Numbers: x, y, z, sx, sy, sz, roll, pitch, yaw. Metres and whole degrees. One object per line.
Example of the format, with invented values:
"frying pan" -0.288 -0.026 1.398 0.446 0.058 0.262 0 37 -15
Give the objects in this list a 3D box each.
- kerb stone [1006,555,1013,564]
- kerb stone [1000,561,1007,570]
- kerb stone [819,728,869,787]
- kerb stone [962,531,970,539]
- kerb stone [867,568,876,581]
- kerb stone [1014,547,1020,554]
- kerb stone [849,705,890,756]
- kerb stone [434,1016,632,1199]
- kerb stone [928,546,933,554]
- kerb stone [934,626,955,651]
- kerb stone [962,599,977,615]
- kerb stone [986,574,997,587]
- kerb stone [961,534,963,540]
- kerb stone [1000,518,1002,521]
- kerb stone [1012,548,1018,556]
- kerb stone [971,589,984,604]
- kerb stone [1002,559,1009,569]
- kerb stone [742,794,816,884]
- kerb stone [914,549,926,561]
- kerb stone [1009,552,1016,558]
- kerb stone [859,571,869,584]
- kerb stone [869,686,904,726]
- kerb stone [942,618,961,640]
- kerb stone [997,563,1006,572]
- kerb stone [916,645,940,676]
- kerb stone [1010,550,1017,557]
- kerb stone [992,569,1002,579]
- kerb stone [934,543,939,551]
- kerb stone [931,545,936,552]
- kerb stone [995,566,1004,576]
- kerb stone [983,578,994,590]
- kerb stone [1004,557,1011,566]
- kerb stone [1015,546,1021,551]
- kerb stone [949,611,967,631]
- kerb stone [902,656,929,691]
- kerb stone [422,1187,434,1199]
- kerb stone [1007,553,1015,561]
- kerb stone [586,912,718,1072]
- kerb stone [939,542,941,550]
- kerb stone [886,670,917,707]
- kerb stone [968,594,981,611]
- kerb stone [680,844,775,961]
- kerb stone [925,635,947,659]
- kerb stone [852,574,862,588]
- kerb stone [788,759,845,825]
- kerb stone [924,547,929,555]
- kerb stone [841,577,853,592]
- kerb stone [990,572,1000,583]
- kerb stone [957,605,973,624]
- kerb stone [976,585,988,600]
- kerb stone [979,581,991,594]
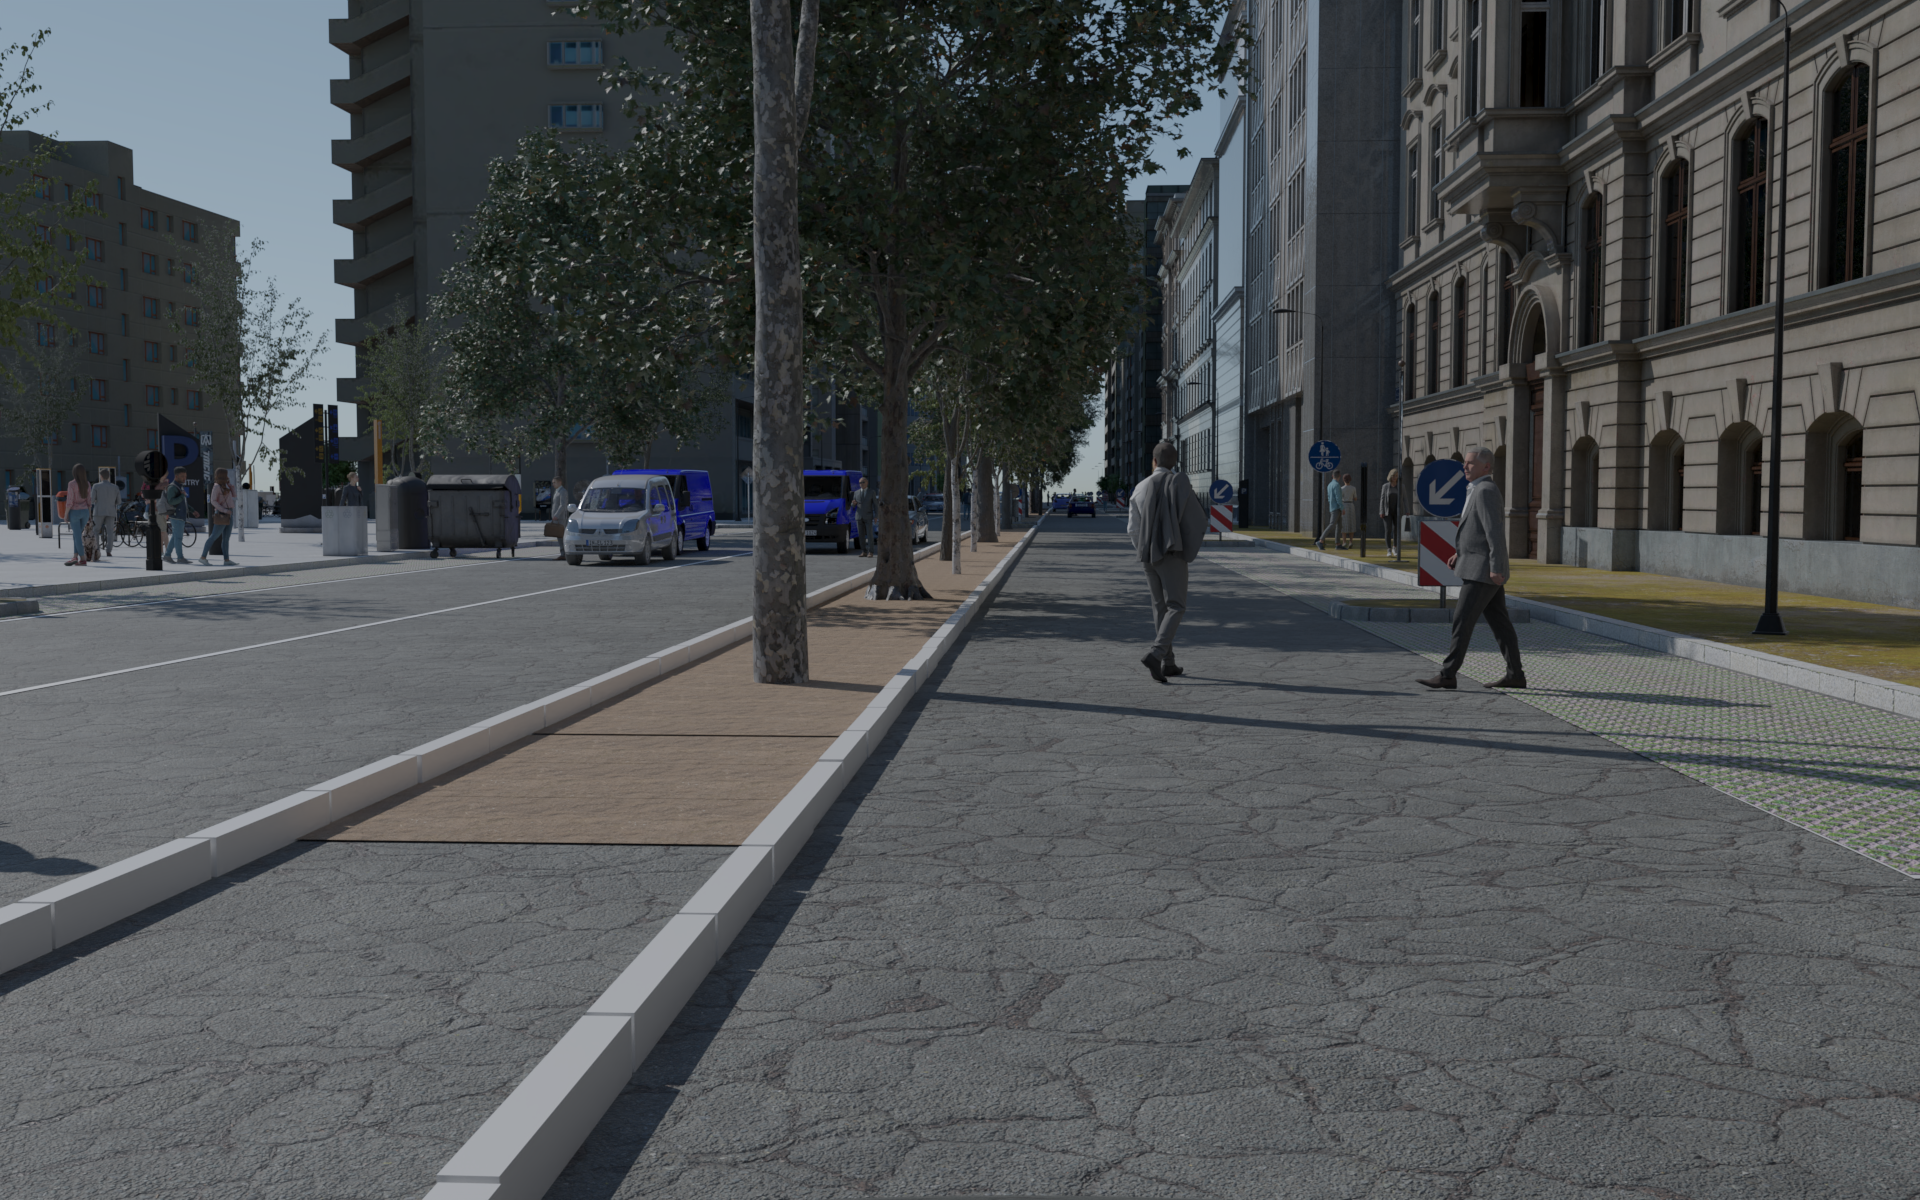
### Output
"kerb stone" 0.929 -0.748 34.506 0.120 0.150 1.000 0 4 3
"kerb stone" 0.739 -0.565 31.431 0.120 0.150 1.000 0 4 3
"kerb stone" -0.595 0.816 8.890 0.120 0.150 1.000 0 4 3
"kerb stone" 0.168 -2.137 57.134 0.120 0.150 1.000 0 4 3
"kerb stone" -1.535 -0.384 28.466 0.120 0.150 1.000 0 4 3
"kerb stone" 1.239 -1.066 39.617 0.120 0.150 1.000 0 4 3
"kerb stone" -0.527 0.751 9.909 0.120 0.150 1.000 0 4 3
"kerb stone" -0.896 1.127 3.761 0.120 0.150 1.000 0 4 3
"kerb stone" -0.798 -1.131 40.731 0.120 0.150 1.000 0 4 3
"kerb stone" -0.162 0.375 16.061 0.120 0.150 1.000 0 4 3
"kerb stone" 0.081 0.125 20.156 0.120 0.150 1.000 0 4 3
"kerb stone" 0.444 -0.250 26.291 0.120 0.150 1.000 0 4 3
"kerb stone" -0.075 -1.886 53.037 0.120 0.150 1.000 0 4 3
"kerb stone" 2.445 -4.479 95.500 0.120 0.150 1.000 0 4 3
"kerb stone" 1.172 -1.003 38.594 0.120 0.150 1.000 0 4 3
"kerb stone" 0.195 0.000 22.202 0.120 0.150 1.000 0 4 3
"kerb stone" 0.804 -0.627 32.451 0.120 0.150 1.000 0 4 3
"kerb stone" -0.710 0.939 6.841 0.120 0.150 1.000 0 4 3
"kerb stone" -0.919 -1.007 38.690 0.120 0.150 1.000 0 4 3
"kerb stone" 1.052 -0.878 36.550 0.120 0.150 1.000 0 4 3
"kerb stone" -1.598 -0.321 27.443 0.120 0.150 1.000 0 4 3
"kerb stone" -0.473 0.689 10.932 0.120 0.150 1.000 0 4 3
"kerb stone" -0.101 0.313 17.083 0.120 0.150 1.000 0 4 3
"kerb stone" 0.690 -0.502 30.398 0.120 0.150 1.000 0 4 3
"kerb stone" -0.278 0.504 14.004 0.120 0.150 1.000 0 4 3
"kerb stone" 1.111 -0.938 37.571 0.120 0.150 1.000 0 4 3
"kerb stone" 0.570 -0.376 28.342 0.120 0.150 1.000 0 4 3
"kerb stone" -0.679 -1.258 42.782 0.120 0.150 1.000 0 4 3
"kerb stone" -0.746 -1.196 41.755 0.120 0.150 1.000 0 4 3
"kerb stone" 0.629 -0.435 29.368 0.120 0.150 1.000 0 4 3
"kerb stone" 0.380 -0.187 25.271 0.120 0.150 1.000 0 4 3
"kerb stone" 0.863 -0.690 33.472 0.120 0.150 1.000 0 4 3
"kerb stone" 1.302 -1.128 40.637 0.120 0.150 1.000 0 4 3
"kerb stone" -0.046 0.253 18.104 0.120 0.150 1.000 0 4 3
"kerb stone" -0.348 0.563 12.983 0.120 0.150 1.000 0 4 3
"kerb stone" -0.946 1.194 2.740 0.120 0.150 1.000 0 4 3
"kerb stone" 0.993 -0.816 35.529 0.120 0.150 1.000 0 4 3
"kerb stone" -0.835 1.065 4.787 0.120 0.150 1.000 0 4 3
"kerb stone" -0.619 -1.322 43.806 0.120 0.150 1.000 0 4 3
"kerb stone" -0.416 0.626 11.953 0.120 0.150 1.000 0 4 3
"kerb stone" 0.148 0.063 21.176 0.120 0.150 1.000 0 4 3
"kerb stone" -0.773 1.002 5.808 0.120 0.150 1.000 0 4 3
"kerb stone" -0.229 0.442 15.034 0.120 0.150 1.000 0 4 3
"kerb stone" -1.652 -0.258 26.415 0.120 0.150 1.000 0 4 3
"kerb stone" -0.658 0.887 7.866 0.120 0.150 1.000 0 4 3
"kerb stone" -0.861 -1.065 39.710 0.120 0.150 1.000 0 4 3
"kerb stone" -1.721 -0.196 25.393 0.120 0.150 1.000 0 4 3
"kerb stone" 0.506 -0.312 27.322 0.120 0.150 1.000 0 4 3
"kerb stone" 0.025 0.191 19.126 0.120 0.150 1.000 0 4 3
"kerb stone" 0.259 -0.063 23.222 0.120 0.150 1.000 0 4 3
"kerb stone" 0.317 -0.125 24.243 0.120 0.150 1.000 0 4 3
